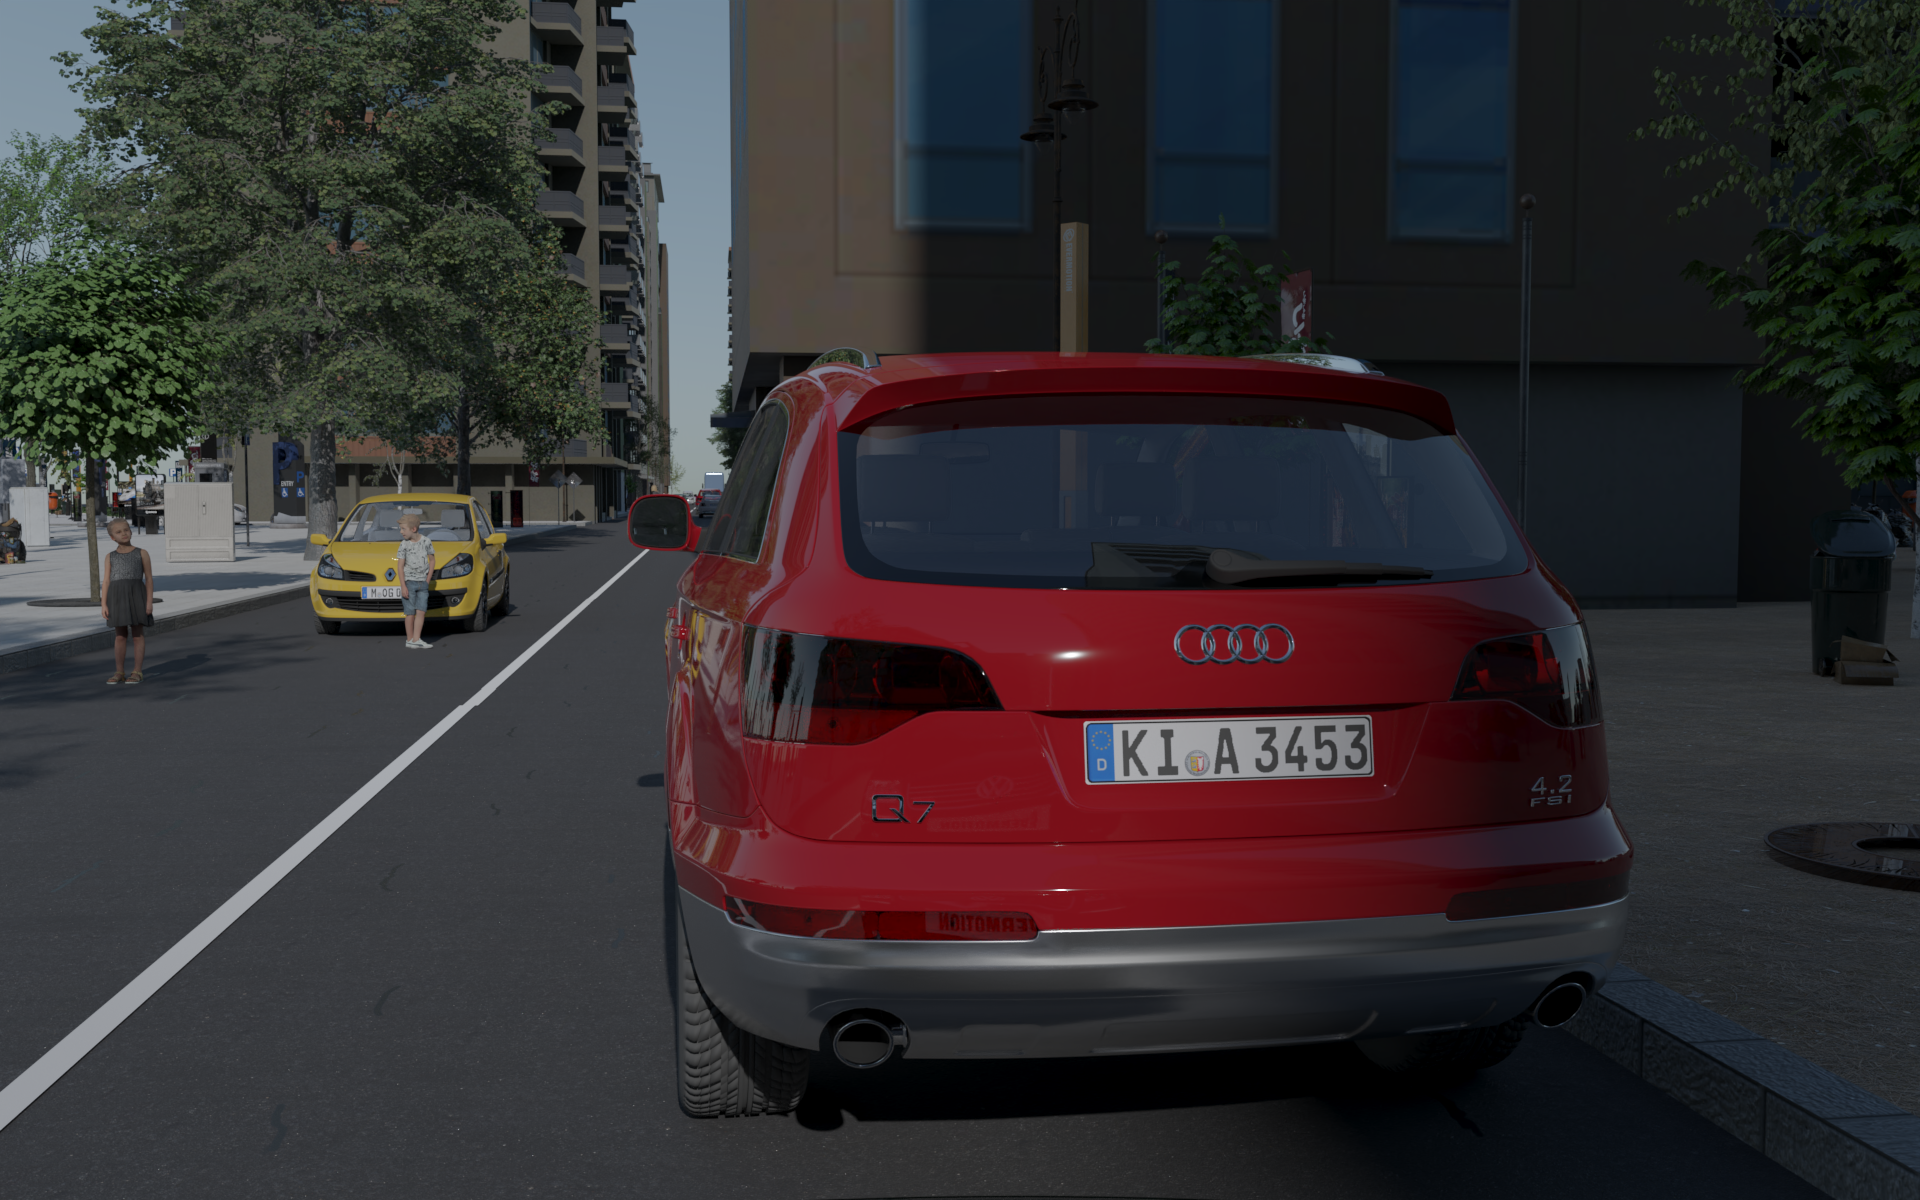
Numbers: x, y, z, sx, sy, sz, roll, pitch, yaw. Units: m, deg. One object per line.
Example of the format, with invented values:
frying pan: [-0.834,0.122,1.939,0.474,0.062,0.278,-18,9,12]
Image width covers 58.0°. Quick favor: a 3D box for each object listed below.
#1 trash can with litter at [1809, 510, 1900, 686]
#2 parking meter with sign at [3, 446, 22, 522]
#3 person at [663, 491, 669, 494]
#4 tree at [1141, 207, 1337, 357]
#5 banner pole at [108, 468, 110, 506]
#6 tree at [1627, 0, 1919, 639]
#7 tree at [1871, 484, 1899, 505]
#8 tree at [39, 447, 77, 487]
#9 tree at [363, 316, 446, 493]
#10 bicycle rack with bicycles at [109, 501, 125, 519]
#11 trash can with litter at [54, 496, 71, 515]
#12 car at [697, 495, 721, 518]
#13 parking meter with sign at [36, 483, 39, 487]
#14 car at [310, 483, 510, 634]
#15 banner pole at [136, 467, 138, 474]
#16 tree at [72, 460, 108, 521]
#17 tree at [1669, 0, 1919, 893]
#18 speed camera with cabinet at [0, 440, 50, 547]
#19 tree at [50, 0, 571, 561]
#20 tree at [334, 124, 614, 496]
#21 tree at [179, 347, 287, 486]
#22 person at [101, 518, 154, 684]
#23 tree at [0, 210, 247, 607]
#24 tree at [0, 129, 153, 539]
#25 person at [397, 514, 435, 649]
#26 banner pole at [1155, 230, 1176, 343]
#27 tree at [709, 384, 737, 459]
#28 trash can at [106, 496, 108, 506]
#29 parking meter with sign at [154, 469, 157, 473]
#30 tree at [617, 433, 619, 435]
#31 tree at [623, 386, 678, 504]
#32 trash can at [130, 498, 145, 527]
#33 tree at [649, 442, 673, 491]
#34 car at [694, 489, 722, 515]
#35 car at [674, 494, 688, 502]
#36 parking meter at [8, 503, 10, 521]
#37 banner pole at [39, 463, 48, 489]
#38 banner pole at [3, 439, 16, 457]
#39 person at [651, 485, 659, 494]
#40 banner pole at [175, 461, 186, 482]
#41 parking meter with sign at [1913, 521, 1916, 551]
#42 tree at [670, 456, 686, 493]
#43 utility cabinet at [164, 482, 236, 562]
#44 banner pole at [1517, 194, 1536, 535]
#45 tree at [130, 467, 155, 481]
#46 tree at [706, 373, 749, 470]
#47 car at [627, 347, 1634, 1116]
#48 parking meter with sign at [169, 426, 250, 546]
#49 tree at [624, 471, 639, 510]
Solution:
trash can with litter: [6.261,-0.035,11.968,0.624,1.170,1.055,1,4,13]
parking meter with sign: [-35.056,-4.075,62.895,0.543,3.016,1.738,3,5,39]
person: [-31.659,-10.830,186.367,0.742,1.727,0.445,-1,4,-9]
tree: [1.672,-1.052,11.807,1.663,3.219,1.824,0,3,0]
banner pole: [-65.317,-8.725,132.672,0.863,3.779,0.401,2,4,29]
tree: [8.318,-3.957,15.064,4.737,8.622,4.395,0,3,0]
tree: [27.034,-4.118,51.048,4.285,4.588,4.351,0,3,0]
tree: [-31.035,-6.639,58.907,4.737,8.622,4.395,0,3,0]
tree: [-21.894,-7.178,67.730,4.360,8.622,3.978,0,3,0]
bicycle rack with bicycles: [-43.839,-4.784,91.597,2.852,0.926,2.925,-1,4,-10]
trash can with litter: [-55.056,-5.800,106.216,1.055,1.170,0.624,0,4,5]
car: [-14.907,-5.662,104.928,2.083,1.381,4.827,-1,4,-9]
parking meter with sign: [-62.440,-7.386,117.025,0.543,3.016,1.738,1,4,15]
car: [-5.963,-0.539,19.033,2.015,1.641,3.980,-1,4,-9]
banner pole: [-64.747,-8.959,136.495,0.401,3.779,0.863,0,4,-7]
tree: [-41.252,-5.358,82.198,1.663,3.219,1.824,0,3,0]
tree: [3.331,-0.683,5.775,1.663,3.219,1.824,0,3,0]
speed camera with cabinet: [-23.115,-2.952,42.601,2.038,3.252,0.660,3,5,41]
tree: [-12.433,-7.743,33.247,9.857,13.997,8.962,0,3,0]
tree: [-15.035,-8.289,52.533,9.611,12.733,9.660,0,3,0]
tree: [-25.394,-6.709,60.051,4.737,8.622,4.395,0,3,0]
person: [-6.316,0.002,13.145,0.362,1.253,0.373,0,4,-7]
tree: [-10.098,-2.236,20.268,4.285,4.588,4.351,0,3,0]
tree: [-26.601,-7.568,49.498,9.928,11.665,9.643,0,3,0]
person: [-5.053,-0.179,16.113,0.332,1.250,0.352,0,4,7]
banner pole: [1.985,-1.634,16.739,0.401,3.779,0.863,1,4,19]
tree: [-19.401,-14.279,159.217,9.928,11.665,9.643,0,3,0]
trash can: [-62.417,-7.006,126.205,0.748,1.137,0.748,0,3,0]
parking meter with sign: [-55.948,-7.679,121.816,1.738,3.016,0.543,1,4,11]
tree: [-23.685,-9.832,111.123,4.737,8.622,4.395,0,3,0]
tree: [-28.408,-13.181,149.917,8.767,10.594,7.601,0,4,-1]
trash can: [-32.153,-3.440,67.899,0.748,1.137,0.748,0,3,0]
tree: [-40.168,-17.078,229.591,4.360,8.622,3.978,0,3,0]
car: [-17.757,-6.992,122.993,2.281,1.827,5.304,-1,4,-8]
car: [-29.023,-10.190,178.399,2.131,1.459,4.920,0,4,-7]
parking meter: [-43.514,-4.494,79.193,0.399,1.863,0.255,-2,4,-30]
banner pole: [-53.226,-6.757,100.490,0.401,3.779,0.863,1,4,11]
banner pole: [-30.170,-3.957,54.707,0.401,3.779,0.863,2,4,32]
person: [-11.868,-3.705,69.298,1.509,1.804,0.699,-3,5,-43]
banner pole: [-51.284,-7.592,114.151,0.863,3.779,0.401,-3,5,-44]
parking meter with sign: [22.239,-2.590,38.608,1.738,3.016,0.543,0,4,-2]
tree: [-51.656,-22.091,311.544,4.737,8.622,4.395,0,3,0]
utility cabinet: [-14.267,-1.457,32.509,1.173,1.500,0.318,-1,4,-16]
banner pole: [4.803,-1.514,14.766,0.401,3.779,0.863,1,4,18]
tree: [-48.201,-6.614,102.743,1.663,3.219,1.824,0,3,0]
tree: [-16.043,-14.372,141.638,9.857,13.997,8.962,0,3,0]
car: [0.066,0.184,5.664,2.281,1.827,5.304,-1,4,-10]
parking meter with sign: [-18.297,-2.816,42.304,1.738,3.016,0.543,-1,4,-10]
tree: [-27.276,-9.079,143.048,1.663,3.219,1.824,0,3,0]
